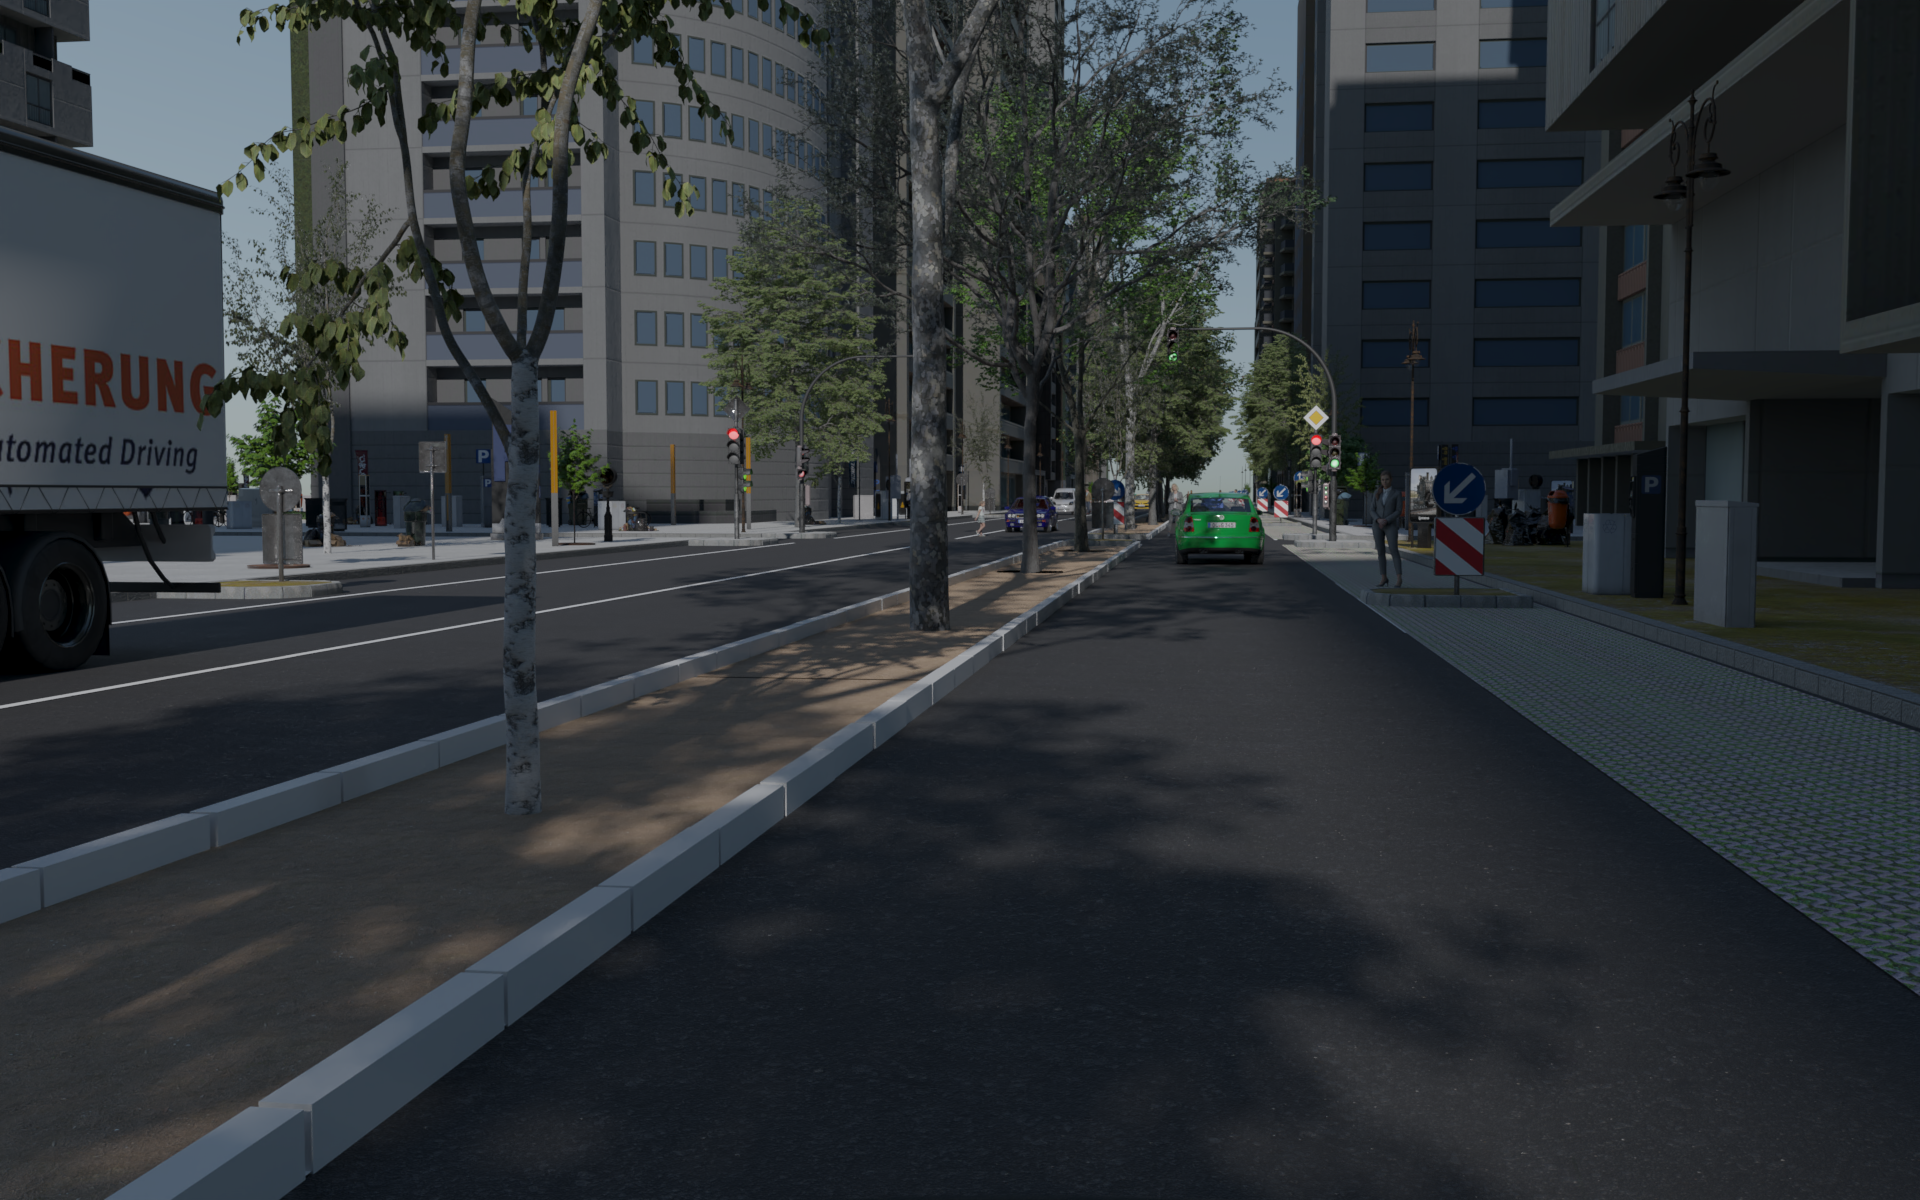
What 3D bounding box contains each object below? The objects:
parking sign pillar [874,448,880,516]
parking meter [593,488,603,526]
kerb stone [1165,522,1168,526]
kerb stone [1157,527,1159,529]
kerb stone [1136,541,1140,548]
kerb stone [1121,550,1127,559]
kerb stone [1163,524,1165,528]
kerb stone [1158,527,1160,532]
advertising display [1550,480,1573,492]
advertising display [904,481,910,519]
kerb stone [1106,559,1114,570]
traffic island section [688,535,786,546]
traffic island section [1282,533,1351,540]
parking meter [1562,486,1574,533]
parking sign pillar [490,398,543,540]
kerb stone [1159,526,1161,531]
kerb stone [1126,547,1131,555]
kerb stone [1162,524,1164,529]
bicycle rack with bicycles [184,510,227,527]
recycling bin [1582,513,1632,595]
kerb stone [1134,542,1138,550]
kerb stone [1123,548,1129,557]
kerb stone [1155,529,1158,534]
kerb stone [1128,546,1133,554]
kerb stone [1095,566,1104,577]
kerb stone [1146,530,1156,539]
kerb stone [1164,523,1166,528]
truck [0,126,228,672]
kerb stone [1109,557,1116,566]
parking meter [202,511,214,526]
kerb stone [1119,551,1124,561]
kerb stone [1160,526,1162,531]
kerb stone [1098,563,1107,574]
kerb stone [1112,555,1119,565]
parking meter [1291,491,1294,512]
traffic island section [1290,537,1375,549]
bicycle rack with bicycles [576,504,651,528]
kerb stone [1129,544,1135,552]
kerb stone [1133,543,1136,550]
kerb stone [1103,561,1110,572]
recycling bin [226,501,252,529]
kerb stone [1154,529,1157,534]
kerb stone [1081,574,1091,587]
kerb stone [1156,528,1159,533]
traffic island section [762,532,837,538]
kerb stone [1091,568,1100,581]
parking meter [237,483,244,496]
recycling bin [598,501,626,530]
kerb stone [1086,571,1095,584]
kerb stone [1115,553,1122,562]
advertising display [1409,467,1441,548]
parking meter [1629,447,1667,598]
[{"bbox_3d":[-4.970,-6.919,101.601,1.447,3.967,1.447,-1,4,-10],"label":"parking sign pillar"},{"bbox_3d":[-14.379,-3.698,68.867,0.372,1.533,0.369,0,3,0],"label":"parking meter"},{"bbox_3d":[8.532,-3.085,72.629,0.120,0.150,1.000,1,4,8],"label":"kerb stone"},{"bbox_3d":[6.916,-2.401,61.469,0.120,0.150,1.000,1,4,8],"label":"kerb stone"},{"bbox_3d":[4.510,-1.379,44.741,0.120,0.150,1.000,1,4,8],"label":"kerb stone"},{"bbox_3d":[3.490,-0.944,37.629,0.120,0.150,1.000,1,4,8],"label":"kerb stone"},{"bbox_3d":[7.949,-2.836,68.567,0.120,0.150,1.000,1,4,8],"label":"kerb stone"},{"bbox_3d":[7.059,-2.464,62.483,0.120,0.150,1.000,1,4,8],"label":"kerb stone"},{"bbox_3d":[27.148,-4.461,78.157,0.974,1.923,0.123,2,4,33],"label":"advertising display"},{"bbox_3d":[-2.581,-5.070,88.112,0.123,1.923,0.974,2,4,24],"label":"advertising display"},{"bbox_3d":[2.750,-0.627,32.549,0.120,0.150,1.000,1,4,8],"label":"kerb stone"},{"bbox_3d":[-6.384,-1.661,49.435,2.009,0.180,2.903,1,4,8],"label":"traffic island section"},{"bbox_3d":[11.276,-1.999,54.962,2.009,0.180,2.903,1,4,8],"label":"traffic island section"},{"bbox_3d":[19.815,-2.940,56.481,0.372,1.533,0.369,0,3,0],"label":"parking meter"},{"bbox_3d":[-12.472,-3.680,48.642,1.447,3.967,1.447,0,4,-7],"label":"parking sign pillar"},{"bbox_3d":[7.204,-2.526,63.494,0.120,0.150,1.000,1,4,8],"label":"kerb stone"},{"bbox_3d":[3.773,-1.068,39.658,0.120,0.150,1.000,1,4,8],"label":"kerb stone"},{"bbox_3d":[7.791,-2.773,67.554,0.120,0.150,1.000,1,4,8],"label":"kerb stone"},{"bbox_3d":[-28.681,-3.331,67.839,2.925,0.926,2.852,3,5,41],"label":"bicycle rack with bicycles"},{"bbox_3d":[8.459,-0.595,22.285,0.722,1.027,0.722,0,4,8],"label":"recycling bin"},{"bbox_3d":[4.359,-1.317,43.730,0.120,0.150,1.000,1,4,8],"label":"kerb stone"},{"bbox_3d":[3.624,-1.006,38.647,0.120,0.150,1.000,1,4,8],"label":"kerb stone"},{"bbox_3d":[6.623,-2.278,59.445,0.120,0.150,1.000,1,4,8],"label":"kerb stone"},{"bbox_3d":[3.918,-1.130,40.674,0.120,0.150,1.000,1,4,8],"label":"kerb stone"},{"bbox_3d":[2.311,-0.439,29.496,0.120,0.150,1.000,1,4,8],"label":"kerb stone"},{"bbox_3d":[6.326,-2.151,57.411,0.120,0.150,1.000,1,4,8],"label":"kerb stone"},{"bbox_3d":[8.237,-2.961,70.607,0.120,0.150,1.000,1,4,8],"label":"kerb stone"},{"bbox_3d":[-8.805,-1.339,10.805,2.839,4.237,11.283,0,4,8],"label":"truck"},{"bbox_3d":[2.892,-0.694,33.565,0.120,0.150,1.000,1,4,8],"label":"kerb stone"},{"bbox_3d":[-27.623,-3.375,63.589,0.372,1.533,0.369,0,3,0],"label":"parking meter"},{"bbox_3d":[3.327,-0.882,36.610,0.120,0.150,1.000,1,4,8],"label":"kerb stone"},{"bbox_3d":[7.358,-2.588,64.511,0.120,0.150,1.000,1,4,8],"label":"kerb stone"},{"bbox_3d":[2.457,-0.506,30.520,0.120,0.150,1.000,1,4,8],"label":"kerb stone"},{"bbox_3d":[3.036,-0.755,34.578,0.120,0.150,1.000,1,4,8],"label":"kerb stone"},{"bbox_3d":[23.929,-7.084,124.239,0.372,1.533,0.369,0,3,0],"label":"parking meter"},{"bbox_3d":[10.137,-1.515,47.058,2.009,0.180,2.903,1,4,8],"label":"traffic island section"},{"bbox_3d":[-13.122,-3.215,65.955,2.925,0.926,2.852,-1,4,-16],"label":"bicycle rack with bicycles"},{"bbox_3d":[4.067,-1.192,41.691,0.120,0.150,1.000,1,4,8],"label":"kerb stone"},{"bbox_3d":[4.209,-1.255,42.713,0.120,0.150,1.000,1,4,8],"label":"kerb stone"},{"bbox_3d":[2.600,-0.571,31.537,0.120,0.150,1.000,1,4,8],"label":"kerb stone"},{"bbox_3d":[-26.620,-3.144,63.951,0.722,1.027,0.722,-3,5,-40],"label":"recycling bin"},{"bbox_3d":[6.477,-2.216,58.429,0.120,0.150,1.000,1,4,8],"label":"kerb stone"},{"bbox_3d":[1.868,-0.259,26.454,0.120,0.150,1.000,1,4,8],"label":"kerb stone"},{"bbox_3d":[6.775,-2.340,60.456,0.120,0.150,1.000,1,4,8],"label":"kerb stone"},{"bbox_3d":[-5.245,-2.144,57.339,2.009,0.180,2.903,1,4,8],"label":"traffic island section"},{"bbox_3d":[2.164,-0.380,28.482,0.120,0.150,1.000,1,4,8],"label":"kerb stone"},{"bbox_3d":[-37.671,-5.199,90.713,0.255,1.863,0.399,0,4,0],"label":"parking meter"},{"bbox_3d":[-12.429,-3.014,61.832,0.722,1.027,0.722,3,4,37],"label":"recycling bin"},{"bbox_3d":[2.013,-0.321,27.468,0.120,0.150,1.000,1,4,8],"label":"kerb stone"},{"bbox_3d":[3.184,-0.819,35.592,0.120,0.150,1.000,1,4,8],"label":"kerb stone"},{"bbox_3d":[10.998,-2.187,40.968,0.123,1.923,0.974,-2,4,-27],"label":"advertising display"},{"bbox_3d":[8.488,-0.960,21.399,0.399,1.863,0.255,1,4,10],"label":"parking meter"}]
